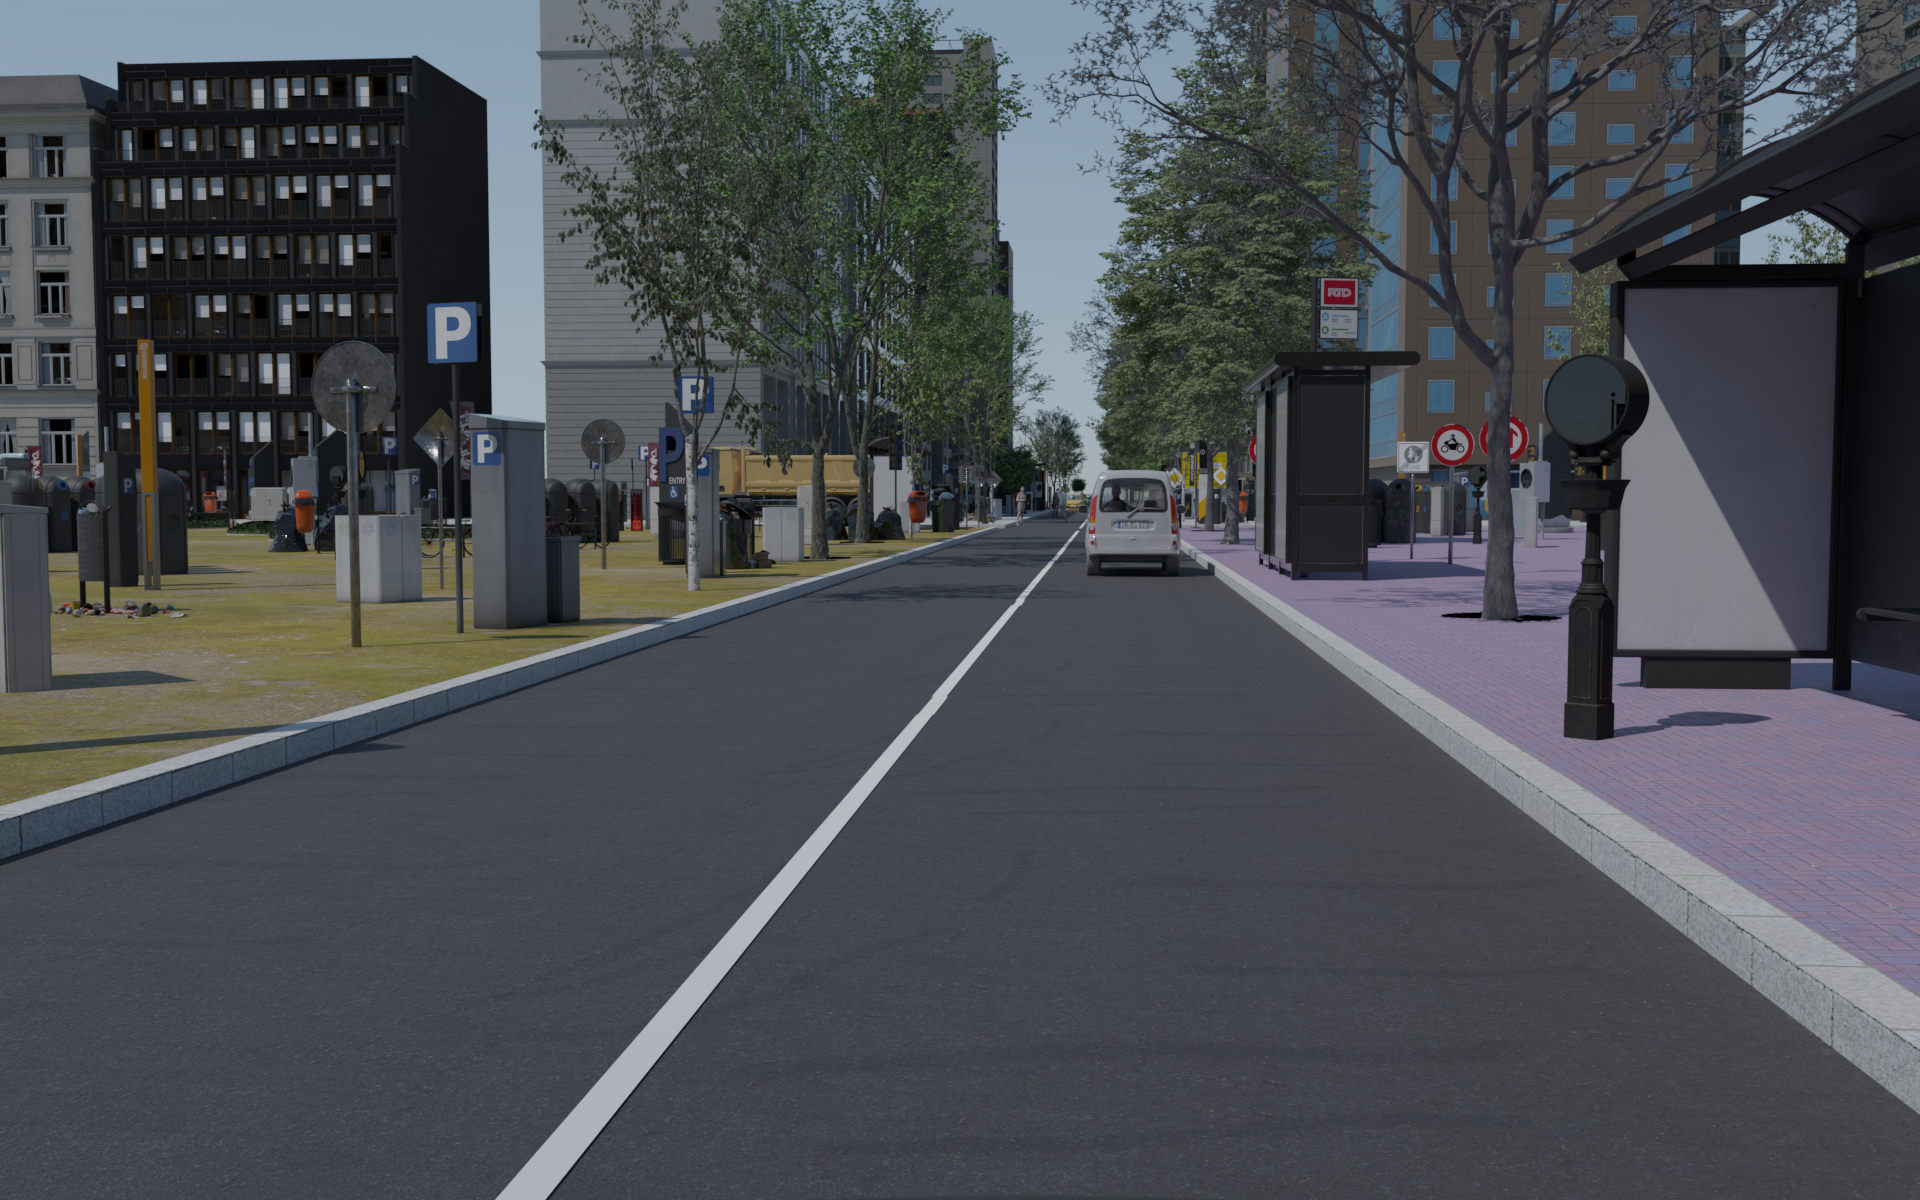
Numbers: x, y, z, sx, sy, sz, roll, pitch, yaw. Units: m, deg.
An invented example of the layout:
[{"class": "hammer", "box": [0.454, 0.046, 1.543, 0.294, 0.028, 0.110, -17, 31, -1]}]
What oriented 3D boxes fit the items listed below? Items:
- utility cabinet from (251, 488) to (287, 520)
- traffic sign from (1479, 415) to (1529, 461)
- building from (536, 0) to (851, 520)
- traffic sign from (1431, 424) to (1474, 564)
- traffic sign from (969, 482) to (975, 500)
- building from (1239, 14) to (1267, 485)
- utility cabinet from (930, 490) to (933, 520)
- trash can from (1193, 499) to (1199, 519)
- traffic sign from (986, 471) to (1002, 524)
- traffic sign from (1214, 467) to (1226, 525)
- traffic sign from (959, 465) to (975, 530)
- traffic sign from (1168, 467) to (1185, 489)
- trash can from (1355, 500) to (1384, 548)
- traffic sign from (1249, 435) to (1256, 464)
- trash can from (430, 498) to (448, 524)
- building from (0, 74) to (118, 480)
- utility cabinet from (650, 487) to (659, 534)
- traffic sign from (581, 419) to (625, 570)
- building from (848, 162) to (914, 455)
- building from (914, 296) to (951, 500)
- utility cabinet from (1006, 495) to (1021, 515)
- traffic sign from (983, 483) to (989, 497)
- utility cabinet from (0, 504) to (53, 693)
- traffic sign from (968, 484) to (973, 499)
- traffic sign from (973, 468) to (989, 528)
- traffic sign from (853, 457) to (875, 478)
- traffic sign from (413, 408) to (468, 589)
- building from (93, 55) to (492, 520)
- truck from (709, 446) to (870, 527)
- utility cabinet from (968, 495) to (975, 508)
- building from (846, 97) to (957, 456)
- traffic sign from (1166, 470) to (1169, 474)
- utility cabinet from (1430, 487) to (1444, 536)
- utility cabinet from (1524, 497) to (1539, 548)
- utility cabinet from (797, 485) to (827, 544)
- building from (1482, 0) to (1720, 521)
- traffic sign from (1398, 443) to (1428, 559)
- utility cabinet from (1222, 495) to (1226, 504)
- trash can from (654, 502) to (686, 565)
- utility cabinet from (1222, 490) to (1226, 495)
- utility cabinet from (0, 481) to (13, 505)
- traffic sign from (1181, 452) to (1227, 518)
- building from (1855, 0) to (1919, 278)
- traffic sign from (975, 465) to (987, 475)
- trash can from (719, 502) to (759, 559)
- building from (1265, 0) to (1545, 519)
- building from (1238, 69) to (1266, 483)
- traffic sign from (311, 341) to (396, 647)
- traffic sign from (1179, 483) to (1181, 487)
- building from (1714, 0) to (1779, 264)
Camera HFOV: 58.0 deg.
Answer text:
[{"class": "utility cabinet", "box": [-23.924, -3.137, 59.970, 1.173, 1.500, 0.318, 1, 4, 9]}, {"class": "traffic sign", "box": [8.729, -1.698, 27.874, 0.768, 2.556, 0.104, 1, 4, 9]}, {"class": "building", "box": [-13.989, -19.749, 100.383, 11.434, 29.767, 29.804, 0, 4, 5]}, {"class": "traffic sign", "box": [8.947, -1.922, 31.528, 0.768, 2.556, 0.104, 0, 4, 7]}, {"class": "traffic sign", "box": [0.835, -6.515, 107.707, 0.795, 2.450, 0.064, 1, 4, 8]}, {"class": "building", "box": [42.036, -46.518, 198.821, 20.563, 71.187, 20.611, 0, 4, 5]}, {"class": "utility cabinet", "box": [-1.292, -4.613, 84.094, 0.318, 1.500, 1.173, 0, 4, -2]}, {"class": "trash can", "box": [14.017, -5.459, 100.908, 0.748, 1.137, 0.748, 0, 3, 0]}, {"class": "traffic sign", "box": [1.410, -4.303, 73.992, 0.795, 2.450, 0.064, 0, 4, 5]}, {"class": "traffic sign", "box": [10.962, -4.375, 72.723, 0.795, 2.450, 0.064, 1, 4, 11]}, {"class": "traffic sign", "box": [0.242, -3.616, 61.249, 0.606, 2.300, 0.079, 1, 4, 14]}, {"class": "traffic sign", "box": [8.093, -3.776, 65.386, 0.795, 2.450, 0.064, 0, 4, 5]}, {"class": "trash can", "box": [9.725, -1.813, 41.298, 0.748, 1.137, 0.748, 0, 3, 0]}, {"class": "traffic sign", "box": [6.177, -2.121, 34.785, 0.768, 2.556, 0.104, 1, 4, 9]}, {"class": "trash can", "box": [-20.025, -3.357, 66.544, 0.748, 1.137, 0.748, 0, 3, 0]}, {"class": "building", "box": [-58.024, -16.154, 97.397, 30.059, 22.955, 16.112, 0, 4, 5]}, {"class": "utility cabinet", "box": [-9.207, -2.783, 54.174, 1.173, 1.500, 0.318, 3, 5, 43]}, {"class": "traffic sign", "box": [-6.053, -1.790, 29.378, 0.768, 2.556, 0.104, 0, 4, 5]}, {"class": "building", "box": [-14.959, -20.066, 132.601, 19.350, 26.468, 34.151, 0, 4, 5]}, {"class": "building", "box": [-15.907, -19.623, 165.880, 27.650, 21.520, 28.899, 0, 4, 5]}, {"class": "utility cabinet", "box": [3.406, -5.929, 108.097, 1.020, 1.237, 0.306, 1, 4, 14]}, {"class": "traffic sign", "box": [1.818, -7.419, 121.413, 0.768, 2.556, 0.104, 1, 4, 14]}, {"class": "utility cabinet", "box": [-6.379, -0.025, 11.567, 0.306, 1.237, 1.020, -3, 5, -44]}, {"class": "traffic sign", "box": [0.842, -6.926, 113.241, 0.884, 2.594, 0.081, 1, 4, 13]}, {"class": "traffic sign", "box": [0.727, -3.816, 66.036, 0.795, 2.450, 0.064, 0, 4, 5]}, {"class": "traffic sign", "box": [-3.213, -3.532, 57.861, 0.768, 2.556, 0.104, 1, 4, 10]}, {"class": "traffic sign", "box": [-6.999, -1.355, 23.338, 0.795, 2.450, 0.064, 1, 4, 11]}, {"class": "building", "box": [-34.960, -16.077, 92.540, 15.834, 23.373, 12.332, 0, 4, 5]}, {"class": "truck", "box": [-7.381, -4.564, 70.543, 9.791, 3.379, 3.469, 0, 4, 5]}, {"class": "utility cabinet", "box": [1.034, -7.631, 135.931, 1.020, 1.237, 0.306, -3, 5, -42]}, {"class": "building", "box": [-12.001, -32.975, 193.771, 22.147, 44.769, 28.867, 0, 4, 5]}, {"class": "traffic sign", "box": [8.776, -4.263, 73.341, 0.795, 2.450, 0.064, 0, 4, 5]}, {"class": "utility cabinet", "box": [14.574, -2.706, 52.921, 0.318, 1.500, 1.173, 1, 4, 20]}, {"class": "utility cabinet", "box": [13.759, -1.869, 41.727, 0.306, 1.237, 1.020, 1, 4, 20]}, {"class": "utility cabinet", "box": [-3.759, -2.146, 43.763, 0.318, 1.500, 1.173, -2, 4, -29]}, {"class": "building", "box": [28.937, -26.795, 88.211, 14.200, 45.320, 14.600, 0, 4, 5]}, {"class": "traffic sign", "box": [8.904, -1.955, 34.094, 0.606, 2.300, 0.079, 0, 4, 7]}, {"class": "utility cabinet", "box": [12.419, -4.276, 81.070, 1.020, 1.237, 0.306, 1, 4, 13]}, {"class": "trash can", "box": [-5.173, -1.210, 31.436, 0.748, 1.137, 0.748, 0, 3, 0]}, {"class": "utility cabinet", "box": [12.872, -4.664, 84.929, 0.318, 1.500, 1.173, 3, 5, 39]}, {"class": "utility cabinet", "box": [-15.974, -1.191, 28.158, 1.173, 1.500, 0.318, 1, 4, 15]}, {"class": "traffic sign", "box": [11.817, -5.492, 83.668, 2.265, 3.308, 0.079, 1, 4, 11]}, {"class": "building", "box": [58.781, -28.460, 89.015, 21.600, 48.544, 21.300, 0, 4, 5]}, {"class": "traffic sign", "box": [0.798, -4.566, 74.768, 0.768, 2.556, 0.104, 1, 4, 8]}, {"class": "trash can", "box": [-4.017, -1.205, 31.356, 0.748, 1.137, 0.748, 0, 3, 0]}, {"class": "building", "box": [26.387, -27.910, 106.446, 14.600, 45.320, 14.200, 0, 4, 5]}, {"class": "building", "box": [40.022, -31.828, 175.016, 22.147, 44.769, 28.867, 0, 4, 5]}, {"class": "traffic sign", "box": [-5.059, -0.877, 14.440, 0.768, 2.556, 0.104, 1, 4, 11]}, {"class": "traffic sign", "box": [12.868, -6.212, 101.676, 0.768, 2.556, 0.104, 1, 4, 9]}, {"class": "building", "box": [41.731, -27.010, 133.489, 32.217, 40.220, 23.993, 0, 4, 5]}]
